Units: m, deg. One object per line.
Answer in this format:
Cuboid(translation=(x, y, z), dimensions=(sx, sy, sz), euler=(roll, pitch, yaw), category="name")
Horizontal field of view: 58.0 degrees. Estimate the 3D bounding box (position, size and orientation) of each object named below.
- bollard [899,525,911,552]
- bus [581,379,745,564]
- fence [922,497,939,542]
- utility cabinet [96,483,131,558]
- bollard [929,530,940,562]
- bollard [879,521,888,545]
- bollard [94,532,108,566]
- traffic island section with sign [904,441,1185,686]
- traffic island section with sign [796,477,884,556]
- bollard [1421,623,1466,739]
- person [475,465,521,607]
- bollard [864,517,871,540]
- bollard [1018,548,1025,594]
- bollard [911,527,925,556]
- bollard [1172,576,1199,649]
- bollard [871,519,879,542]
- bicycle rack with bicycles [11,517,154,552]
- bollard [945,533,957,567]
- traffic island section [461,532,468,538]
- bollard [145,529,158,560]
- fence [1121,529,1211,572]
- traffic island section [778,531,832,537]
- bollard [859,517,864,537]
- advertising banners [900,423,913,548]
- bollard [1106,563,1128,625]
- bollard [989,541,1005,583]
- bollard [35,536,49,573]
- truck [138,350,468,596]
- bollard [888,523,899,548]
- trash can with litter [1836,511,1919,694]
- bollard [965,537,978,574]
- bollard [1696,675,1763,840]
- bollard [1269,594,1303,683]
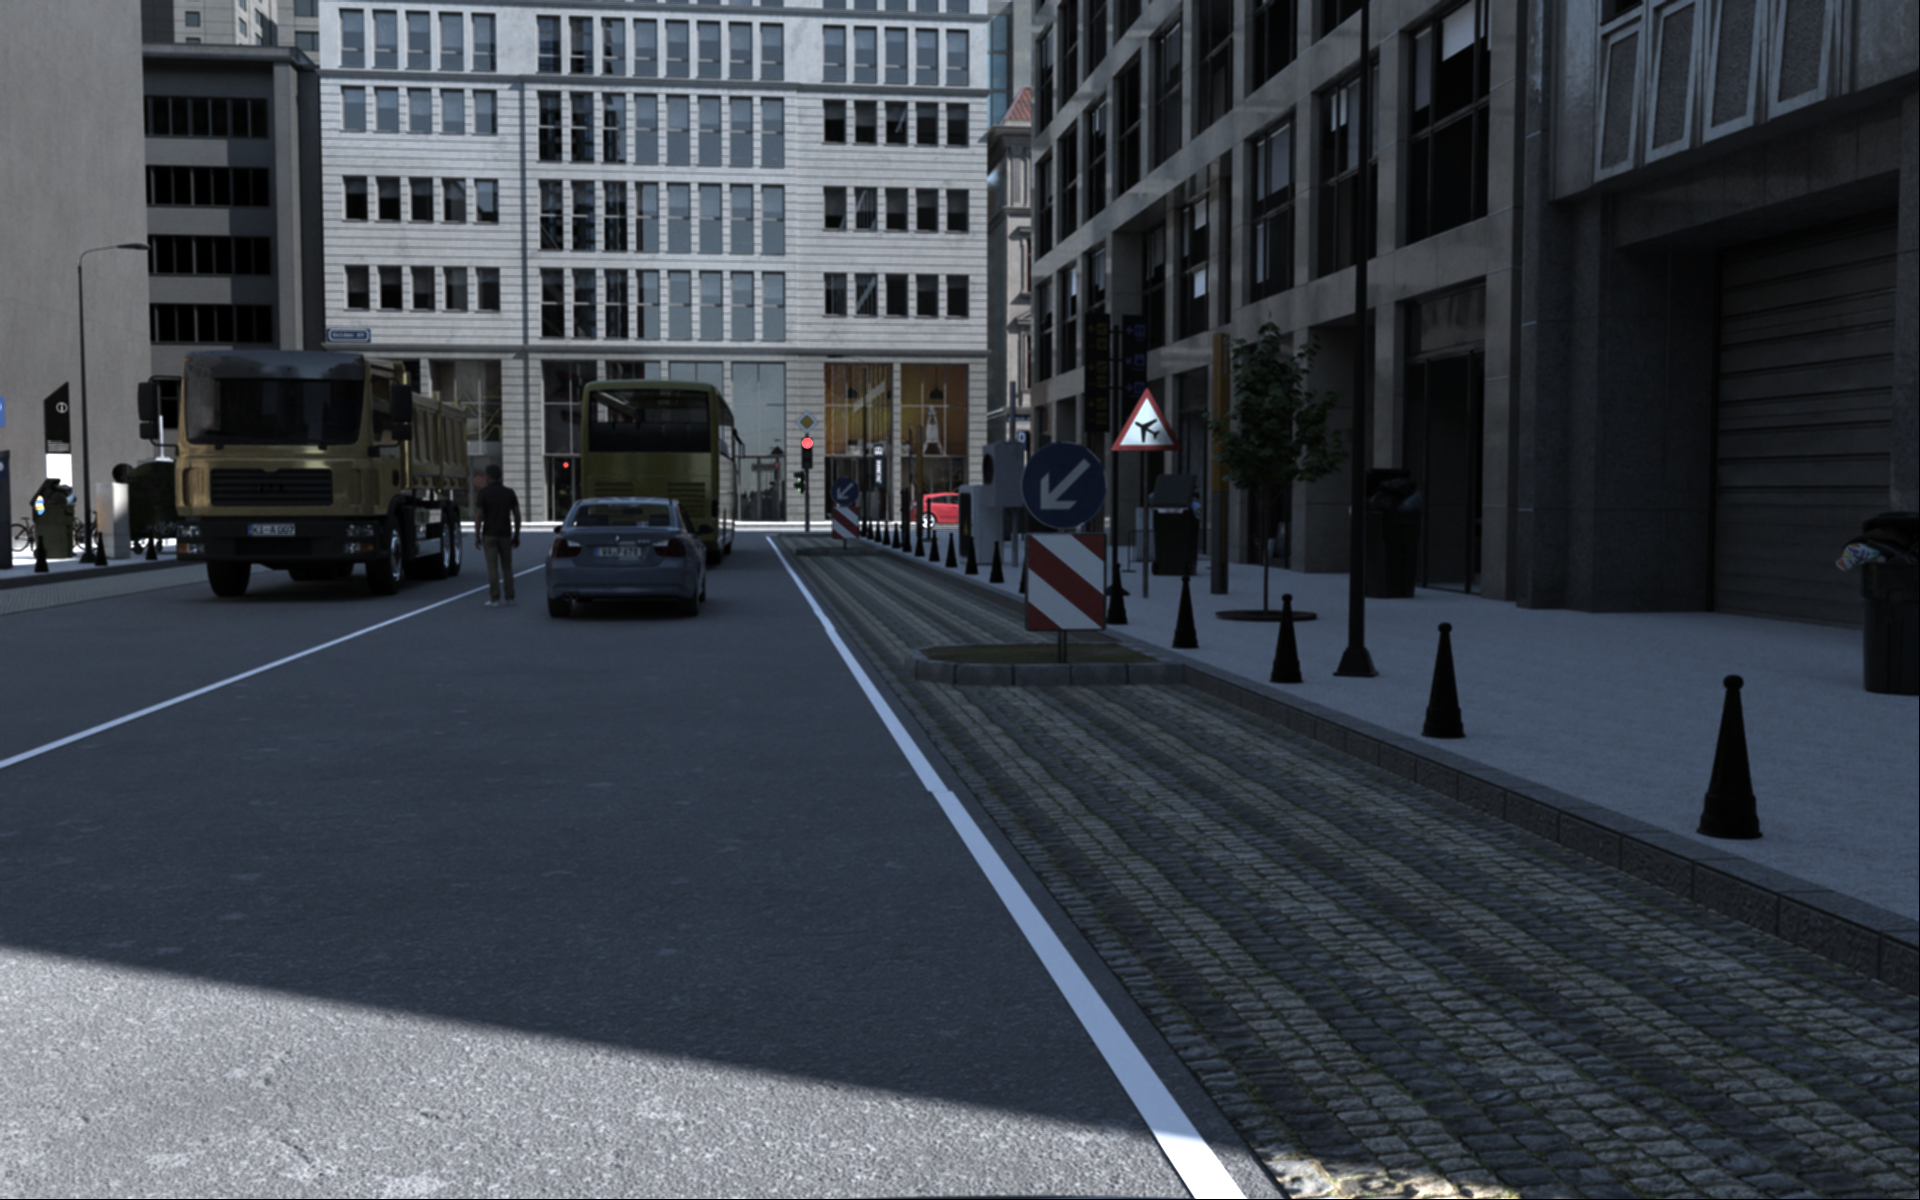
Cuboid(translation=(-1.171, -1.363, 38.330), dimensions=(0.229, 0.601, 0.229), euler=(0, 3, 0), category="bollard")
Cuboid(translation=(-6.338, -2.846, 38.080), dimensions=(2.896, 3.916, 12.252), euler=(0, 4, -6), category="bus")
Cuboid(translation=(-0.857, -2.228, 47.635), dimensions=(0.480, 1.192, 2.264), euler=(0, 4, 1), category="fence")
Cuboid(translation=(-16.821, -1.575, 34.427), dimensions=(0.318, 1.500, 1.173), euler=(-3, 5, -40), category="utility cabinet")
Cuboid(translation=(-0.488, -1.038, 33.012), dimensions=(0.229, 0.601, 0.229), euler=(0, 3, 0), category="bollard")
Cuboid(translation=(-1.852, -1.689, 43.650), dimensions=(0.229, 0.601, 0.229), euler=(0, 3, 0), category="bollard")
Cuboid(translation=(-15.400, -0.917, 31.036), dimensions=(0.229, 0.601, 0.229), euler=(0, 3, 0), category="bollard")
Cuboid(translation=(0.584, -0.317, 13.809), dimensions=(1.989, 1.847, 2.006), euler=(0, 4, -7), category="traffic island section with sign")
Cuboid(translation=(-2.845, -1.955, 40.600), dimensions=(1.989, 1.847, 2.006), euler=(0, 4, -7), category="traffic island section with sign")
Cuboid(translation=(2.565, 0.420, 9.177), dimensions=(0.229, 0.601, 0.229), euler=(0, 3, 0), category="bollard")
Cuboid(translation=(-5.927, -0.829, 22.186), dimensions=(0.598, 1.807, 0.434), euler=(-2, 4, -26), category="person")
Cuboid(translation=(-2.530, -2.013, 48.947), dimensions=(0.229, 0.601, 0.229), euler=(0, 3, 0), category="bollard")
Cuboid(translation=(0.869, -0.390, 22.418), dimensions=(0.229, 0.601, 0.229), euler=(0, 3, 0), category="bollard")
Cuboid(translation=(-0.831, -1.201, 35.685), dimensions=(0.229, 0.601, 0.229), euler=(0, 3, 0), category="bollard")
Cuboid(translation=(1.884, 0.096, 14.464), dimensions=(0.229, 0.601, 0.229), euler=(0, 3, 0), category="bollard")
Cuboid(translation=(-2.190, -1.850, 46.294), dimensions=(0.229, 0.601, 0.229), euler=(0, 3, 0), category="bollard")
Cuboid(translation=(-19.587, -1.581, 39.228), dimensions=(2.925, 0.926, 2.852), euler=(1, 4, 12), category="bicycle rack with bicycles")
Cuboid(translation=(-0.153, -0.876, 30.368), dimensions=(0.229, 0.601, 0.229), euler=(0, 3, 0), category="bollard")
Cuboid(translation=(-17.306, -2.108, 56.742), dimensions=(2.009, 0.180, 2.903), euler=(0, 4, -7), category="traffic island section")
Cuboid(translation=(-15.735, -1.079, 33.688), dimensions=(0.229, 0.601, 0.229), euler=(0, 3, 0), category="bollard")
Cuboid(translation=(3.563, -0.839, 29.090), dimensions=(2.069, 0.683, 0.278), euler=(-3, 4, -37), category="fence")
Cuboid(translation=(-5.113, -2.203, 58.293), dimensions=(2.009, 0.180, 2.903), euler=(0, 4, -7), category="traffic island section")
Cuboid(translation=(-2.870, -2.175, 51.598), dimensions=(0.229, 0.601, 0.229), euler=(0, 3, 0), category="bollard")
Cuboid(translation=(-1.284, -2.812, 42.170), dimensions=(0.090, 3.025, 2.074), euler=(0, 4, 6), category="advertising banners")
Cuboid(translation=(1.550, -0.066, 17.114), dimensions=(0.229, 0.601, 0.229), euler=(0, 3, 0), category="bollard")
Cuboid(translation=(0.532, -0.553, 25.079), dimensions=(0.229, 0.601, 0.229), euler=(0, 3, 0), category="bollard")
Cuboid(translation=(-15.064, -0.755, 28.392), dimensions=(0.229, 0.601, 0.229), euler=(0, 3, 0), category="bollard")
Cuboid(translation=(-9.531, -1.872, 26.530), dimensions=(3.469, 3.379, 9.791), euler=(0, 4, -8), category="truck")
Cuboid(translation=(-1.510, -1.526, 40.995), dimensions=(0.229, 0.601, 0.229), euler=(0, 3, 0), category="bollard")
Cuboid(translation=(6.221, -0.001, 11.397), dimensions=(0.624, 1.170, 1.055), euler=(3, 5, 40), category="trash can with litter")
Cuboid(translation=(0.186, -0.714, 27.722), dimensions=(0.229, 0.601, 0.229), euler=(0, 3, 0), category="bollard")
Cuboid(translation=(2.905, 0.582, 6.522), dimensions=(0.229, 0.601, 0.229), euler=(0, 3, 0), category="bollard")
Cuboid(translation=(2.230, 0.258, 11.821), dimensions=(0.229, 0.601, 0.229), euler=(0, 3, 0), category="bollard")
